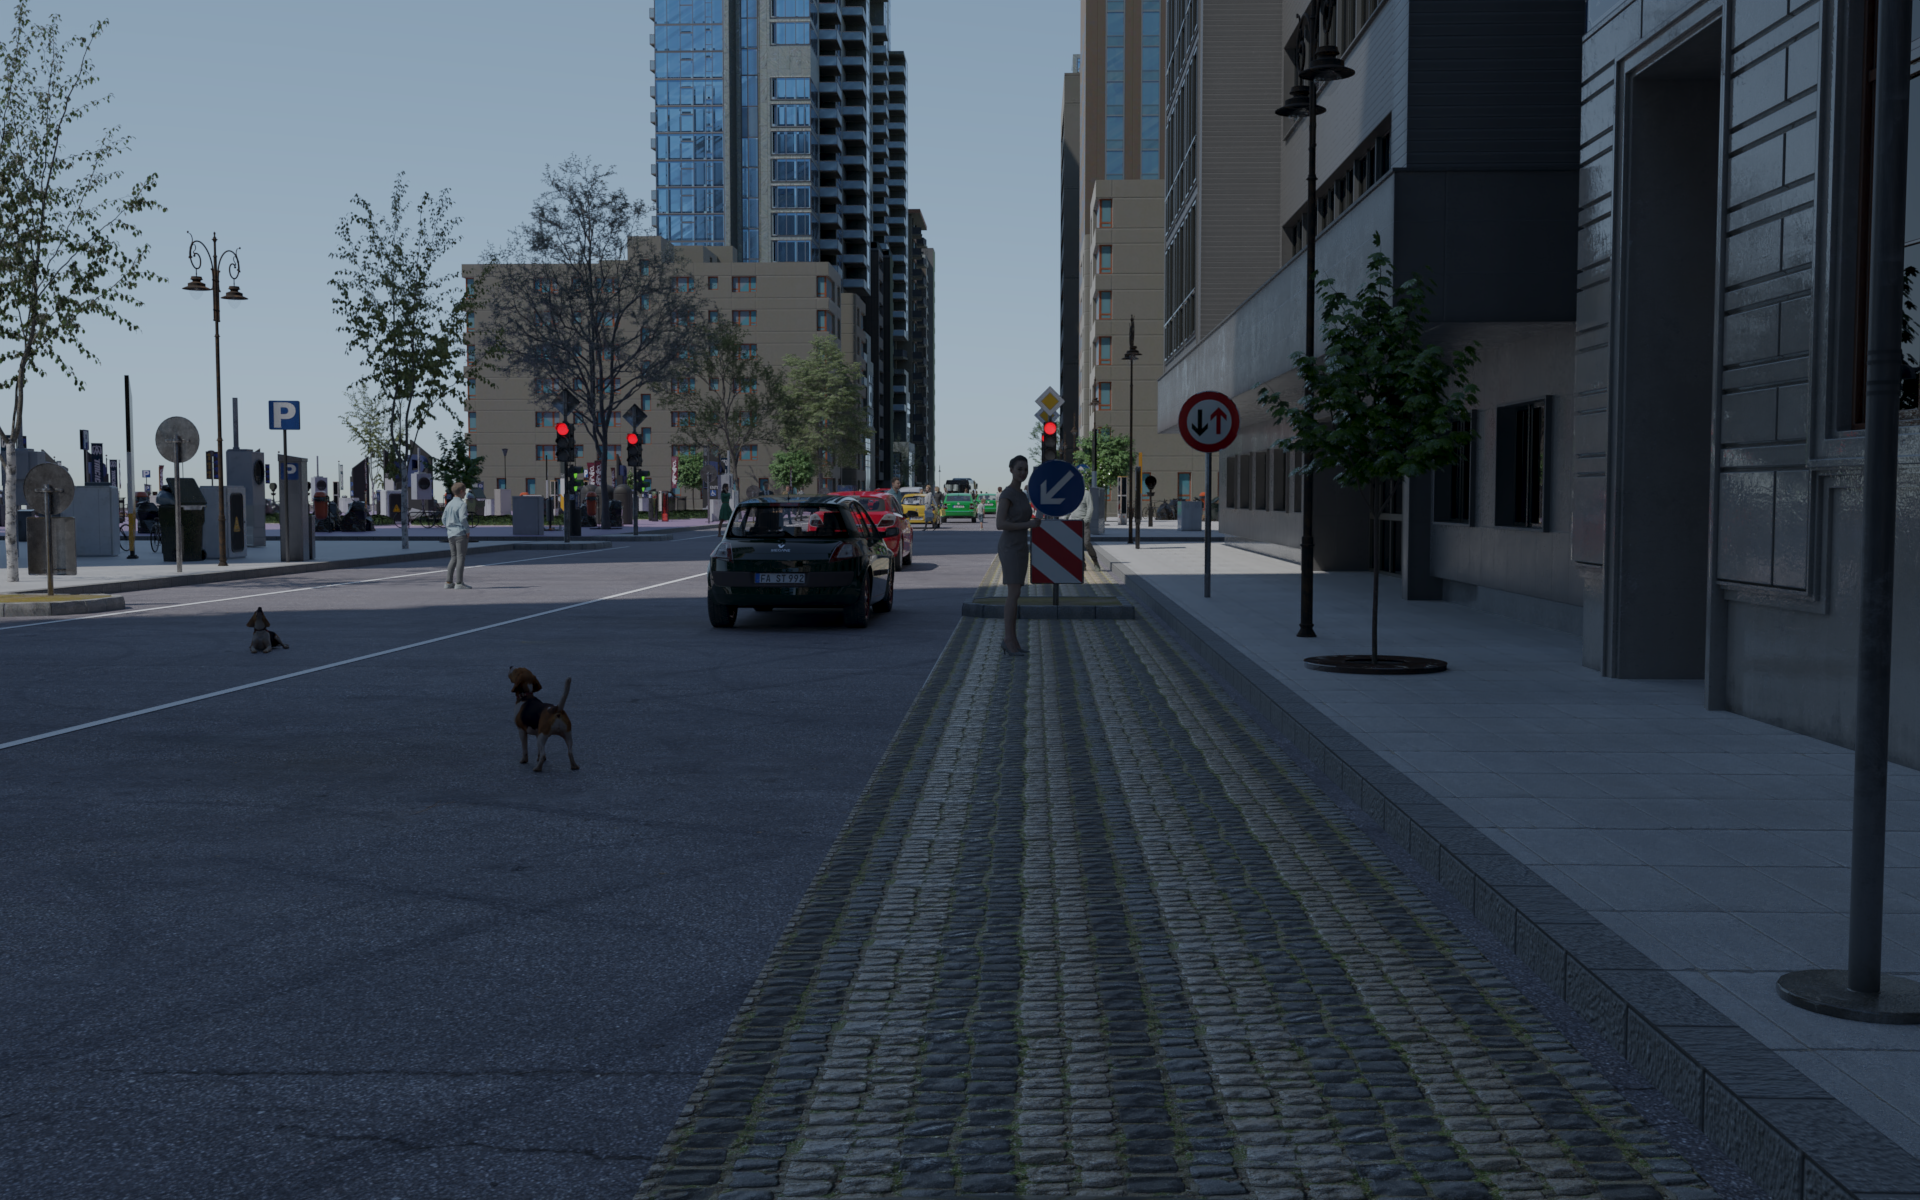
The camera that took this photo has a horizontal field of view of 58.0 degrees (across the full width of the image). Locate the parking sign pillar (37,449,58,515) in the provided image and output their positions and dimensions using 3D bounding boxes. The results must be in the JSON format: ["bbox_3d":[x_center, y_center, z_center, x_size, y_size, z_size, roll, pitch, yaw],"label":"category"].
[{"bbox_3d":[-54.660,-7.056,103.837,1.447,3.967,1.447,2,4,26],"label":"parking sign pillar"}]

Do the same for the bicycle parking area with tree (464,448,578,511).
[{"bbox_3d":[-26.299,-7.399,107.978,8.231,4.147,9.016,2,4,35],"label":"bicycle parking area with tree"}]

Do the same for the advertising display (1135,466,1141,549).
[{"bbox_3d":[4.177,-2.171,40.709,0.123,1.923,0.974,0,4,4],"label":"advertising display"}]

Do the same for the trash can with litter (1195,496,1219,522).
[{"bbox_3d":[11.679,-4.233,80.604,1.055,1.170,0.624,-2,4,-24],"label":"trash can with litter"}]

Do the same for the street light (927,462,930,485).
[{"bbox_3d":[-4.434,-16.521,242.903,0.468,5.910,1.993,0,4,2],"label":"street light"}]

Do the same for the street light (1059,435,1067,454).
[{"bbox_3d":[7.730,-9.465,127.543,0.468,5.910,1.993,0,4,2],"label":"street light"}]

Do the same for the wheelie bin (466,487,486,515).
[{"bbox_3d":[-22.235,-4.377,79.480,0.693,1.594,0.980,2,4,30],"label":"wheelie bin"}]

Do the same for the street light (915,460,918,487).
[{"bbox_3d":[-5.514,-14.726,213.557,0.468,5.910,1.993,0,4,2],"label":"street light"}]

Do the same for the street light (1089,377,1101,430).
[{"bbox_3d":[5.300,-5.837,68.223,0.468,5.910,1.993,0,4,2],"label":"street light"}]

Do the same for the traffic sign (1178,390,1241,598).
[{"bbox_3d":[3.071,-1.304,21.420,0.768,2.556,0.104,0,4,5],"label":"traffic sign"}]

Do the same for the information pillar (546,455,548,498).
[{"bbox_3d":[-24.648,-6.851,103.375,0.183,3.616,0.504,-1,4,-10],"label":"information pillar"}]

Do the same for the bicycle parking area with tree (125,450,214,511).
[{"bbox_3d":[-50.605,-7.847,115.304,9.016,4.147,8.231,-2,4,-30],"label":"bicycle parking area with tree"}]

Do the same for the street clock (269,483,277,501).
[{"bbox_3d":[-43.629,-6.452,110.068,0.471,2.002,0.358,2,4,25],"label":"street clock"}]

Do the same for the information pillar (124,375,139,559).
[{"bbox_3d":[-16.453,-2.630,34.351,0.183,3.616,0.504,-1,4,-19],"label":"information pillar"}]

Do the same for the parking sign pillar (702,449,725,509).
[{"bbox_3d":[-14.540,-6.965,102.343,1.447,3.967,1.447,0,4,8],"label":"parking sign pillar"}]

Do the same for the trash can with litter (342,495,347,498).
[{"bbox_3d":[-44.855,-7.076,126.755,2.233,1.210,1.678,2,4,30],"label":"trash can with litter"}]

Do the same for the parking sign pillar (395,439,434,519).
[{"bbox_3d":[-26.539,-5.911,85.110,1.447,3.967,1.447,1,4,23],"label":"parking sign pillar"}]

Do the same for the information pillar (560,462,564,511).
[{"bbox_3d":[-21.043,-6.162,92.099,0.504,3.616,0.183,2,4,35],"label":"information pillar"}]

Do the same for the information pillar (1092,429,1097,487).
[{"bbox_3d":[4.849,-4.352,62.506,0.183,3.616,0.504,0,4,-8],"label":"information pillar"}]

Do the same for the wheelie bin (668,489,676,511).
[{"bbox_3d":[-18.511,-6.298,110.878,0.693,1.594,0.980,-1,4,-11],"label":"wheelie bin"}]

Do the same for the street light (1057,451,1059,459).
[{"bbox_3d":[8.429,-10.506,144.563,0.468,5.910,1.993,0,4,2],"label":"street light"}]

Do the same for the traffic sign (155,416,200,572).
[{"bbox_3d":[-12.801,-1.726,28.331,0.768,2.556,0.104,0,4,6],"label":"traffic sign"}]

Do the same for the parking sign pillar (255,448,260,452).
[{"bbox_3d":[-41.602,-6.906,101.377,1.447,3.967,1.447,-1,4,-20],"label":"parking sign pillar"}]

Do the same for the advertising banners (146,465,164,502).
[{"bbox_3d":[-48.132,-6.563,103.492,0.090,3.025,2.074,1,4,9],"label":"advertising banners"}]

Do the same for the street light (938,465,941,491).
[{"bbox_3d":[-3.189,-18.315,272.242,0.468,5.910,1.993,0,4,2],"label":"street light"}]

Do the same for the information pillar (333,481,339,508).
[{"bbox_3d":[-36.352,-5.898,100.924,0.304,2.012,0.304,-1,4,-12],"label":"information pillar"}]

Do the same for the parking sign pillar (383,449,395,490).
[{"bbox_3d":[-33.853,-7.049,103.718,1.447,3.967,1.447,2,4,33],"label":"parking sign pillar"}]

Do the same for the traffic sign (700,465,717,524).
[{"bbox_3d":[-10.895,-4.584,75.058,0.768,2.556,0.104,0,4,7],"label":"traffic sign"}]

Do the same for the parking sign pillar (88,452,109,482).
[{"bbox_3d":[-52.897,-7.200,106.184,1.447,3.967,1.447,2,4,31],"label":"parking sign pillar"}]

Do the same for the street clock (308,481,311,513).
[{"bbox_3d":[-37.447,-5.799,99.381,0.358,2.002,0.471,3,4,38],"label":"street clock"}]

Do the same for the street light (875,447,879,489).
[{"bbox_3d":[-7.732,-11.548,161.592,0.468,5.910,1.993,0,4,2],"label":"street light"}]

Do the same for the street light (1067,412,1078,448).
[{"bbox_3d":[6.479,-7.668,98.165,0.468,5.910,1.993,0,4,2],"label":"street light"}]

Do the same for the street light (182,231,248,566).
[{"bbox_3d":[-13.135,-3.542,30.694,0.468,5.910,1.993,0,4,2],"label":"street light"}]

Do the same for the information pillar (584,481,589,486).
[{"bbox_3d":[-20.764,-5.631,96.562,0.304,2.012,0.304,1,4,15],"label":"information pillar"}]

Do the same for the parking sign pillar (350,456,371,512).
[{"bbox_3d":[-42.444,-8.195,122.457,1.447,3.967,1.447,3,4,38],"label":"parking sign pillar"}]

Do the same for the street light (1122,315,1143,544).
[{"bbox_3d":[4.423,-4.401,44.739,0.468,5.910,1.993,0,4,2],"label":"street light"}]

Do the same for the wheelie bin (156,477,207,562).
[{"bbox_3d":[-14.869,-1.536,33.022,0.693,1.594,0.980,2,4,25],"label":"wheelie bin"}]

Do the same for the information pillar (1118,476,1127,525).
[{"bbox_3d":[6.781,-4.147,72.292,0.304,2.012,0.304,-1,4,-21],"label":"information pillar"}]

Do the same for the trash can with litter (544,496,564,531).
[{"bbox_3d":[-14.304,-3.044,60.830,1.678,1.210,2.233,-1,4,-16],"label":"trash can with litter"}]

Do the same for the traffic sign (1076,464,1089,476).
[{"bbox_3d":[5.202,-4.503,73.730,0.768,2.556,0.104,0,4,4],"label":"traffic sign"}]

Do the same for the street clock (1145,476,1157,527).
[{"bbox_3d":[7.462,-3.865,67.765,0.471,2.002,0.358,0,4,7],"label":"street clock"}]

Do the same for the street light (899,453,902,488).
[{"bbox_3d":[-6.542,-13.362,191.260,0.468,5.910,1.993,0,4,2],"label":"street light"}]

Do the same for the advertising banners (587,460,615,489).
[{"bbox_3d":[-19.562,-6.075,95.510,2.074,3.025,0.090,0,4,6],"label":"advertising banners"}]

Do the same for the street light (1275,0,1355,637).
[{"bbox_3d":[3.116,-2.606,15.396,0.468,5.910,1.993,0,4,2],"label":"street light"}]

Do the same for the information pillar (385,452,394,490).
[{"bbox_3d":[-29.992,-6.102,91.116,0.504,3.616,0.183,1,4,8],"label":"information pillar"}]

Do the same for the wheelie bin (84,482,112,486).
[{"bbox_3d":[-22.972,-2.338,46.136,0.980,1.594,0.693,-2,4,-27],"label":"wheelie bin"}]

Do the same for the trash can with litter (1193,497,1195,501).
[{"bbox_3d":[11.461,-4.300,81.698,1.055,1.170,0.624,0,4,-3],"label":"trash can with litter"}]

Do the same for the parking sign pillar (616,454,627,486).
[{"bbox_3d":[-22.786,-7.843,116.711,1.447,3.967,1.447,0,4,2],"label":"parking sign pillar"}]

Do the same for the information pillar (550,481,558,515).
[{"bbox_3d":[-22.265,-5.541,95.082,0.304,2.012,0.304,1,4,23],"label":"information pillar"}]

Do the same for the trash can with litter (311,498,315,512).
[{"bbox_3d":[-41.995,-6.210,112.916,0.624,1.170,1.055,-2,4,-23],"label":"trash can with litter"}]

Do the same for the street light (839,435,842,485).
[{"bbox_3d":[-9.027,-9.686,131.156,0.468,5.910,1.993,0,4,2],"label":"street light"}]
